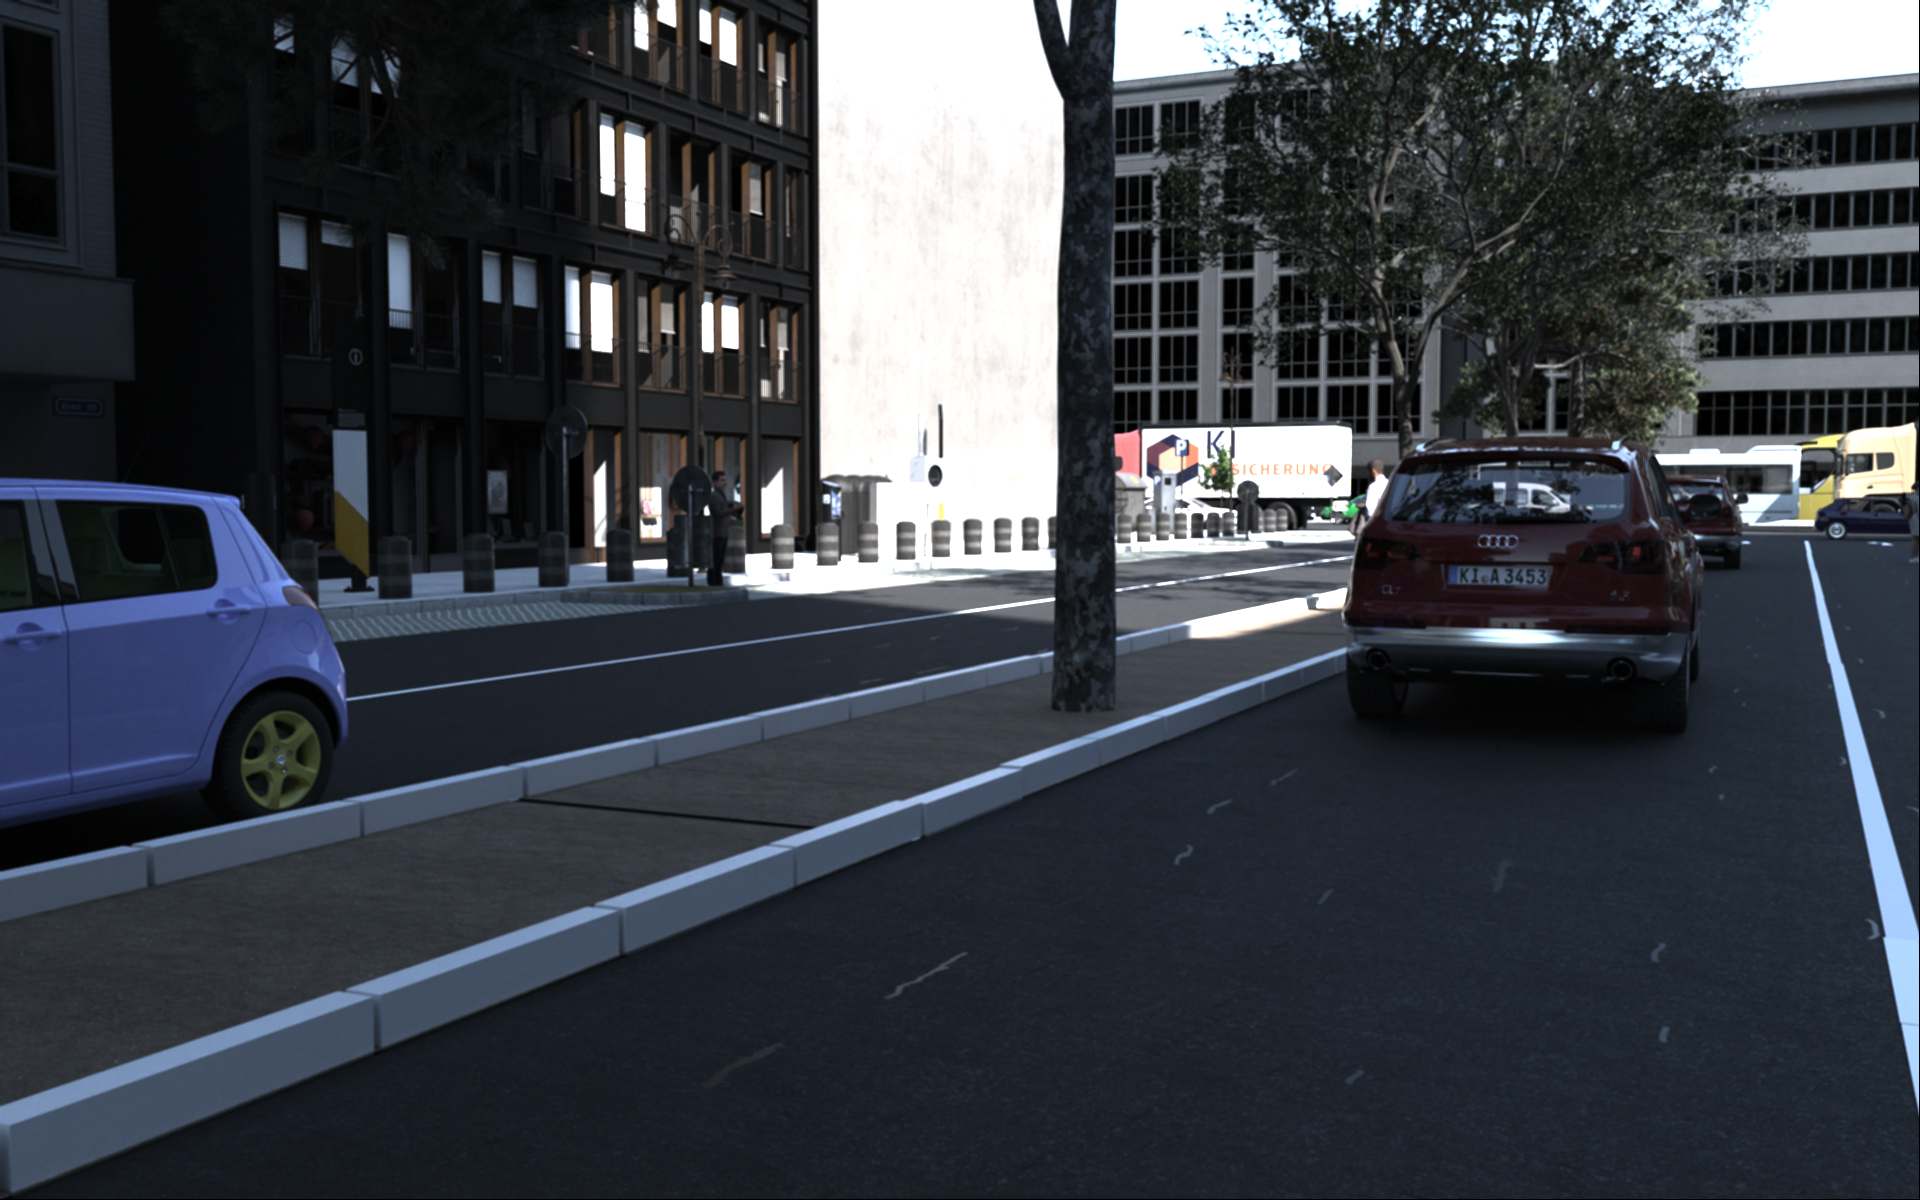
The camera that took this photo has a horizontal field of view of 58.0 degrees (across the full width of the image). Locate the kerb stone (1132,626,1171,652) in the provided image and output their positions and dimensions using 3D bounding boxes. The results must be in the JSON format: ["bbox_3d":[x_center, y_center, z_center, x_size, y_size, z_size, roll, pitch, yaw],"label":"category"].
[{"bbox_3d":[1.714,0.376,16.051,0.120,0.150,1.000,2,4,26],"label":"kerb stone"}]

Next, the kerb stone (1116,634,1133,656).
[{"bbox_3d":[1.263,0.437,15.128,0.120,0.150,1.000,2,4,26],"label":"kerb stone"}]

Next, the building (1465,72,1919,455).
[{"bbox_3d":[42.280,-16.492,88.716,30.058,24.678,14.314,2,4,26],"label":"building"}]

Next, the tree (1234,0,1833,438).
[{"bbox_3d":[10.104,-7.253,31.412,12.009,13.543,11.850,0,3,0],"label":"tree"}]

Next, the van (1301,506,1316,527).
[{"bbox_3d":[12.929,-4.374,75.897,5.245,2.365,2.240,2,4,27],"label":"van"}]

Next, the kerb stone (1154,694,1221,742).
[{"bbox_3d":[1.356,0.716,10.481,0.120,0.150,1.000,2,4,26],"label":"kerb stone"}]

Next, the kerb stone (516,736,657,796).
[{"bbox_3d":[-1.869,0.831,8.630,0.120,0.150,1.000,2,4,26],"label":"kerb stone"}]

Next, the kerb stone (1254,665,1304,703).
[{"bbox_3d":[2.244,0.603,12.333,0.120,0.150,1.000,2,4,26],"label":"kerb stone"}]

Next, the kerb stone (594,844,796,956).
[{"bbox_3d":[-0.873,1.000,5.847,0.120,0.150,1.000,2,4,26],"label":"kerb stone"}]

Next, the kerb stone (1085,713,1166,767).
[{"bbox_3d":[0.904,0.773,9.559,0.120,0.150,1.000,2,4,26],"label":"kerb stone"}]

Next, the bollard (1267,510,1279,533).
[{"bbox_3d":[10.131,-2.570,56.738,0.404,0.777,0.398,0,3,0],"label":"bollard"}]

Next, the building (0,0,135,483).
[{"bbox_3d":[-22.141,-13.589,15.680,14.314,27.812,24.014,2,4,26],"label":"building"}]

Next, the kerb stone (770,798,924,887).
[{"bbox_3d":[-0.431,0.943,6.778,0.120,0.150,1.000,2,4,26],"label":"kerb stone"}]

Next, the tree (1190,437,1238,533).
[{"bbox_3d":[8.702,-3.826,57.157,1.663,3.219,1.824,0,3,0],"label":"tree"}]

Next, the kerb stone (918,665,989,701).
[{"bbox_3d":[-0.077,0.602,12.355,0.120,0.150,1.000,2,4,26],"label":"kerb stone"}]

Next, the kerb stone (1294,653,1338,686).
[{"bbox_3d":[2.693,0.546,13.266,0.120,0.150,1.000,2,4,26],"label":"kerb stone"}]

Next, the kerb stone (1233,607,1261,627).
[{"bbox_3d":[3.053,0.205,18.840,0.120,0.150,1.000,2,4,26],"label":"kerb stone"}]

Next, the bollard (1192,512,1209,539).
[{"bbox_3d":[6.837,-2.153,49.912,0.404,0.777,0.398,0,3,0],"label":"bollard"}]

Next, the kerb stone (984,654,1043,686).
[{"bbox_3d":[0.363,0.545,13.282,0.120,0.150,1.000,2,4,26],"label":"kerb stone"}]

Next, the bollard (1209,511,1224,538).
[{"bbox_3d":[7.504,-2.237,51.297,0.404,0.777,0.398,0,3,0],"label":"bollard"}]

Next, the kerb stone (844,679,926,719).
[{"bbox_3d":[-0.523,0.661,11.427,0.120,0.150,1.000,2,4,26],"label":"kerb stone"}]

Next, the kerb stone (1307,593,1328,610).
[{"bbox_3d":[4.384,0.035,21.625,0.120,0.150,1.000,2,4,26],"label":"kerb stone"}]

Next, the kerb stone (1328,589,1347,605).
[{"bbox_3d":[4.841,-0.012,22.545,0.120,0.150,1.000,2,4,26],"label":"kerb stone"}]

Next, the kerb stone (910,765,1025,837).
[{"bbox_3d":[0.022,0.895,7.705,0.120,0.150,1.000,2,4,26],"label":"kerb stone"}]

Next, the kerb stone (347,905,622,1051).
[{"bbox_3d":[-1.324,1.059,4.925,0.120,0.150,1.000,2,4,26],"label":"kerb stone"}]

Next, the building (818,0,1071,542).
[{"bbox_3d":[-14.924,-15.326,55.102,34.151,26.468,19.350,2,4,26],"label":"building"}]

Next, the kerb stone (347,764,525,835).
[{"bbox_3d":[-2.322,0.887,7.700,0.120,0.150,1.000,2,4,26],"label":"kerb stone"}]

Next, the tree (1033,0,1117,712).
[{"bbox_3d":[0.097,-9.408,12.174,12.611,20.169,13.585,0,3,0],"label":"tree"}]

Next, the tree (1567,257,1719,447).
[{"bbox_3d":[19.895,-5.974,50.490,4.360,8.622,3.978,0,3,0],"label":"tree"}]

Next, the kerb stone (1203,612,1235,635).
[{"bbox_3d":[2.610,0.262,17.912,0.120,0.150,1.000,2,4,26],"label":"kerb stone"}]

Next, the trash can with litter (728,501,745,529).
[{"bbox_3d":[-4.052,-1.126,29.803,0.624,1.170,1.055,-1,4,-17],"label":"trash can with litter"}]

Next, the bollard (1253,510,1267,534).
[{"bbox_3d":[9.477,-2.487,55.380,0.404,0.777,0.398,0,3,0],"label":"bollard"}]

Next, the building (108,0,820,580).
[{"bbox_3d":[-12.103,-12.483,33.779,12.332,23.373,15.834,2,4,26],"label":"building"}]

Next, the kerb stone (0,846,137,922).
[{"bbox_3d":[-3.214,1.000,5.844,0.120,0.150,1.000,2,4,26],"label":"kerb stone"}]

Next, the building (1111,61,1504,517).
[{"bbox_3d":[18.276,-18.811,101.064,24.014,27.812,14.314,2,4,26],"label":"building"}]

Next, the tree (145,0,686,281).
[{"bbox_3d":[-3.271,-4.813,3.204,6.751,12.117,7.091,0,3,0],"label":"tree"}]

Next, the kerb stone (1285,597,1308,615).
[{"bbox_3d":[3.946,0.092,20.689,0.120,0.150,1.000,2,4,26],"label":"kerb stone"}]

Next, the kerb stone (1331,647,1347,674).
[{"bbox_3d":[3.143,0.491,14.190,0.120,0.150,1.000,2,4,26],"label":"kerb stone"}]

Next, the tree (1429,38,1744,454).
[{"bbox_3d":[14.435,-7.083,40.324,6.751,12.117,7.091,0,3,0],"label":"tree"}]

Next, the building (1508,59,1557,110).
[{"bbox_3d":[55.682,-35.217,195.404,30.456,49.044,23.786,2,4,26],"label":"building"}]

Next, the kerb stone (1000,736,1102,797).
[{"bbox_3d":[0.458,0.829,8.634,0.120,0.150,1.000,2,4,26],"label":"kerb stone"}]

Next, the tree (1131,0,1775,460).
[{"bbox_3d":[6.002,-5.237,22.500,8.767,10.594,7.601,2,4,26],"label":"tree"}]

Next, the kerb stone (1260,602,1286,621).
[{"bbox_3d":[3.496,0.149,19.766,0.120,0.150,1.000,2,4,26],"label":"kerb stone"}]

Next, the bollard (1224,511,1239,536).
[{"bbox_3d":[8.167,-2.321,52.664,0.404,0.777,0.398,0,3,0],"label":"bollard"}]

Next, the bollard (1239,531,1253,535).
[{"bbox_3d":[8.818,-2.404,54.024,0.404,0.777,0.398,0,3,0],"label":"bollard"}]

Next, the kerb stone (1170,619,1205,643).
[{"bbox_3d":[2.164,0.319,16.982,0.120,0.150,1.000,2,4,26],"label":"kerb stone"}]

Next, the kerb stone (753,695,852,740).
[{"bbox_3d":[-0.970,0.716,10.492,0.120,0.150,1.000,2,4,26],"label":"kerb stone"}]

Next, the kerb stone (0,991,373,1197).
[{"bbox_3d":[-1.768,1.113,3.999,0.120,0.150,1.000,2,4,26],"label":"kerb stone"}]

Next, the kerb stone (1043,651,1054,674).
[{"bbox_3d":[0.824,0.497,14.200,0.120,0.150,1.000,2,4,26],"label":"kerb stone"}]

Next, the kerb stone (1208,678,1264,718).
[{"bbox_3d":[1.791,0.660,11.411,0.120,0.150,1.000,2,4,26],"label":"kerb stone"}]

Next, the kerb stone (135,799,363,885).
[{"bbox_3d":[-2.764,0.943,6.773,0.120,0.150,1.000,2,4,26],"label":"kerb stone"}]

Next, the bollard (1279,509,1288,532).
[{"bbox_3d":[10.782,-2.653,58.098,0.404,0.777,0.398,0,3,0],"label":"bollard"}]

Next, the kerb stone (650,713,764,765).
[{"bbox_3d":[-1.418,0.776,9.568,0.120,0.150,1.000,2,4,26],"label":"kerb stone"}]
